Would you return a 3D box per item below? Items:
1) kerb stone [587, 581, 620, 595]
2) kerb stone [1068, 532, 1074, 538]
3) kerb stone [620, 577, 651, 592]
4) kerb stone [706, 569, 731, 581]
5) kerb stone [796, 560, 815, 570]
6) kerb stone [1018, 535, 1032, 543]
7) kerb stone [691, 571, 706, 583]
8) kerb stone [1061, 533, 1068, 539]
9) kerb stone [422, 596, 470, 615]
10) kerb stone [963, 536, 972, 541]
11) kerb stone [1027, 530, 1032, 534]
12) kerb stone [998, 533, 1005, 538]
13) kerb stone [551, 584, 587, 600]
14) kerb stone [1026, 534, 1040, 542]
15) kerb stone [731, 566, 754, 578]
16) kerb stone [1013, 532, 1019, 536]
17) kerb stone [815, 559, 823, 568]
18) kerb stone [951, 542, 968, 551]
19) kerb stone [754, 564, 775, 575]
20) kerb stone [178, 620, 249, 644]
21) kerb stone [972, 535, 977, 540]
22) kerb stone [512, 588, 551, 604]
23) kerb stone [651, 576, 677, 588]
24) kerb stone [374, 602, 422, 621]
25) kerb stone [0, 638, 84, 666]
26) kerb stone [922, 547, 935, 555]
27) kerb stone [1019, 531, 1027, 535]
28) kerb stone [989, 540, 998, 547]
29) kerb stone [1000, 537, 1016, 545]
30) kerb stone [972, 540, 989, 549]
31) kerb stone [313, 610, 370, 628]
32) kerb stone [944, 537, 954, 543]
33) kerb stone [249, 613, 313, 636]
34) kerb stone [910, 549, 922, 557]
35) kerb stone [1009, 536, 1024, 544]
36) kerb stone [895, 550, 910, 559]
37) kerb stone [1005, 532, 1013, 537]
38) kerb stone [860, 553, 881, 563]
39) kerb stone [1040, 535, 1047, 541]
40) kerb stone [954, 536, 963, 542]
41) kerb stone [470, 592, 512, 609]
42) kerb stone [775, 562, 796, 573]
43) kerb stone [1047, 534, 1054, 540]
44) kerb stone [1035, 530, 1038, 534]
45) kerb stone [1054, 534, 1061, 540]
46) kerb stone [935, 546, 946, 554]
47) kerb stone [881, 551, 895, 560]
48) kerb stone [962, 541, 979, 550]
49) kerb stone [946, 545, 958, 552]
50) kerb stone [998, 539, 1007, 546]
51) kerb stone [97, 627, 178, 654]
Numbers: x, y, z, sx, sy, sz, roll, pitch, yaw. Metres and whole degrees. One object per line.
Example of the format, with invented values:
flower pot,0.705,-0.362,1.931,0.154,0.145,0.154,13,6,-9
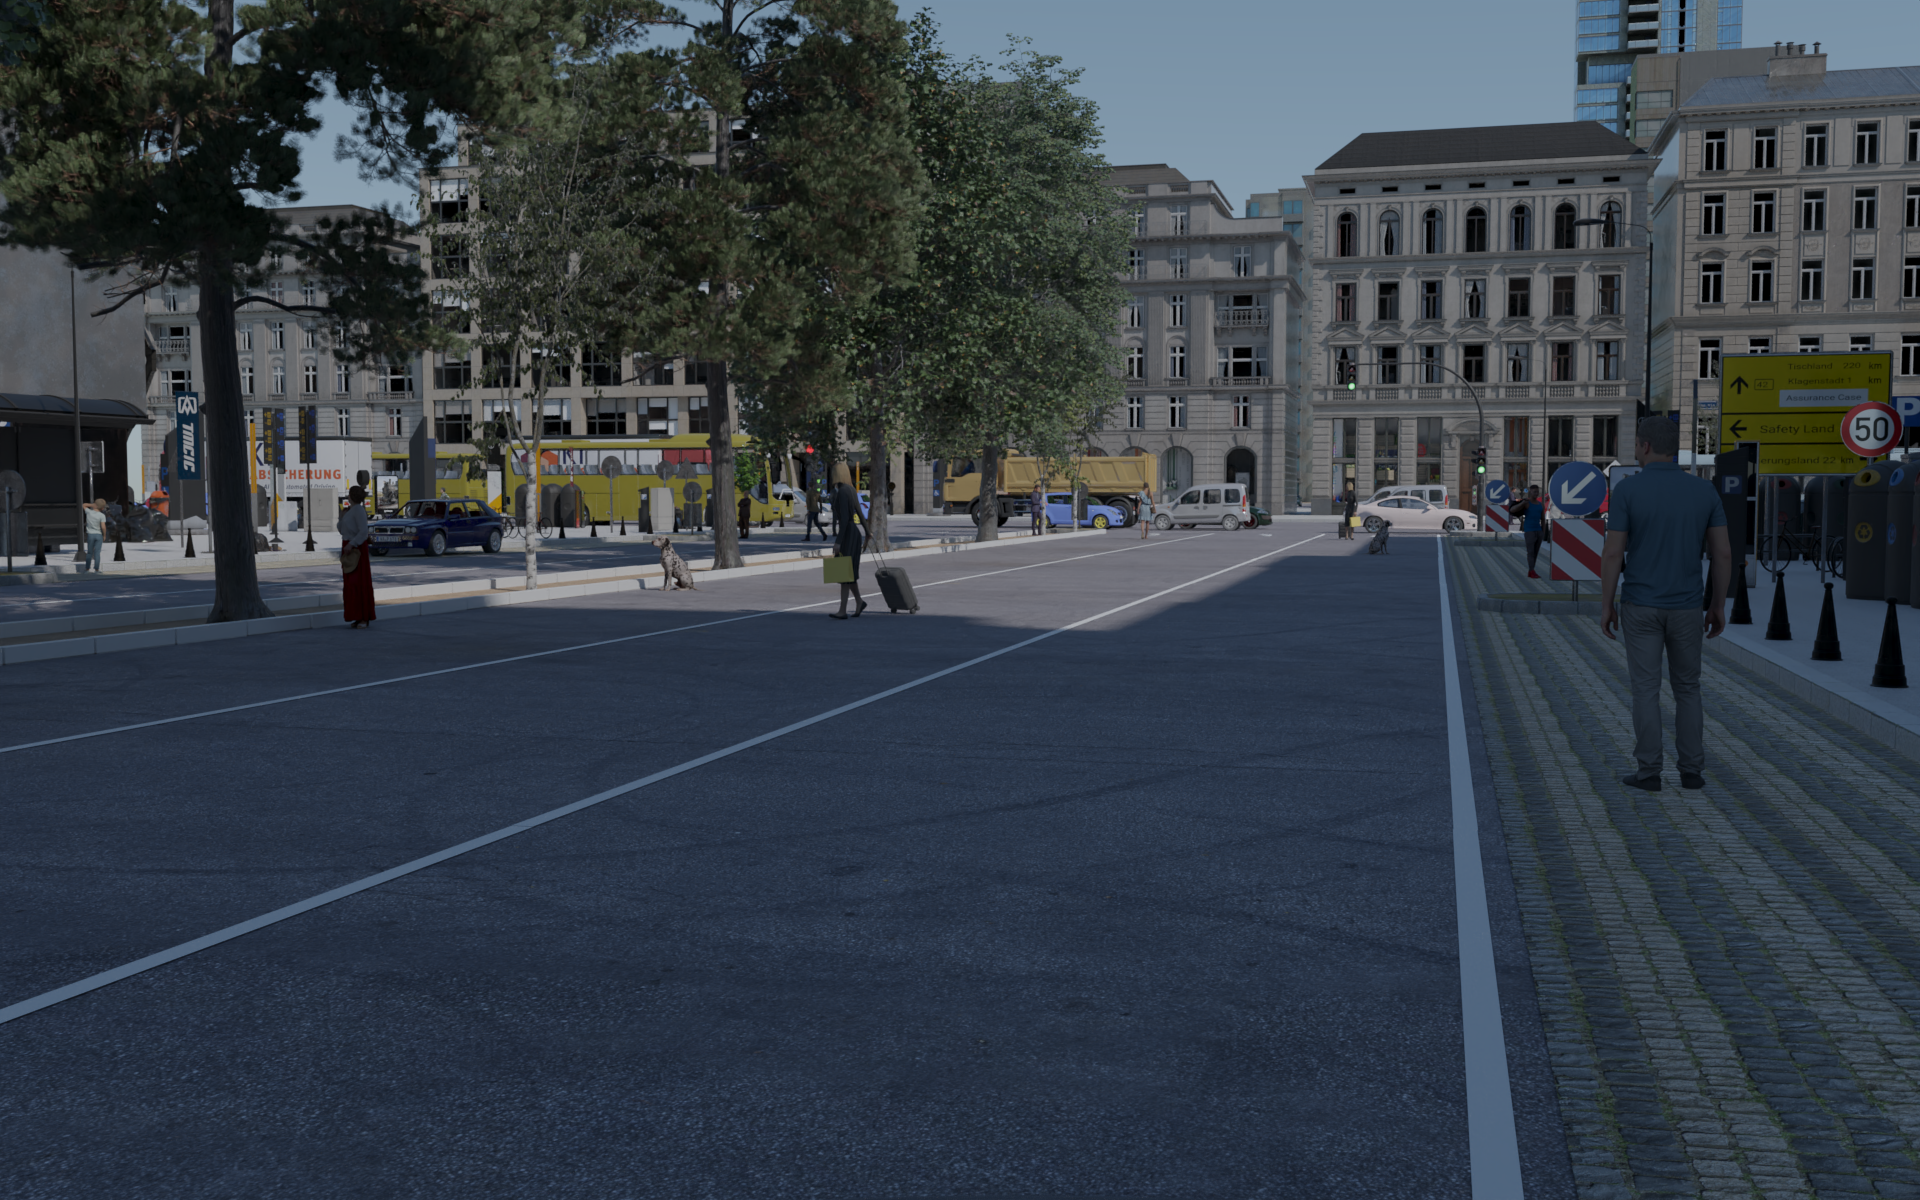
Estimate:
kerb stone,-5.205,-0.164,24.916,0.120,0.150,1.000,1,4,15
kerb stone,3.498,-2.108,56.656,0.120,0.150,1.000,1,4,15
kerb stone,-4.932,-0.226,25.904,0.120,0.150,1.000,1,4,15
kerb stone,-4.116,-0.409,28.881,0.120,0.150,1.000,1,4,15
kerb stone,-3.026,-0.652,32.849,0.120,0.150,1.000,1,4,15
kerb stone,1.862,-1.741,50.703,0.120,0.150,1.000,1,4,15
kerb stone,-4.396,-0.343,27.892,0.120,0.150,1.000,1,4,15
kerb stone,3.220,-2.047,55.664,0.120,0.150,1.000,1,4,15
kerb stone,-6.289,0.076,20.957,0.120,0.150,1.000,1,4,15
kerb stone,0.108,-1.838,52.250,0.120,0.150,1.000,1,4,15
kerb stone,2.289,-2.325,60.203,0.120,0.150,1.000,1,4,15
kerb stone,1.206,-2.081,56.226,0.120,0.150,1.000,1,4,15
kerb stone,-5.480,-0.106,23.927,0.120,0.150,1.000,1,4,15
kerb stone,2.137,-1.803,51.691,0.120,0.150,1.000,1,4,15
kerb stone,-3.846,-0.469,29.871,0.120,0.150,1.000,1,4,15
kerb stone,1.740,-2.197,58.208,0.120,0.150,1.000,1,4,15
kerb stone,-2.761,-0.712,33.843,0.120,0.150,1.000,1,4,15
kerb stone,-0.037,-1.319,43.761,0.120,0.150,1.000,1,4,15
kerb stone,-3.581,-0.529,30.863,0.120,0.150,1.000,1,4,15
kerb stone,-7.379,0.318,16.990,0.120,0.150,1.000,1,4,15
kerb stone,0.380,-1.899,53.241,0.120,0.150,1.000,1,4,15
kerb stone,-5.753,-0.045,22.938,0.120,0.150,1.000,1,4,15
kerb stone,-4.660,-0.284,26.895,0.120,0.150,1.000,1,4,15
kerb stone,-6.565,0.136,19.967,0.120,0.150,1.000,1,4,15
kerb stone,-7.928,0.442,15.012,0.120,0.150,1.000,1,4,15
kerb stone,-0.853,-1.131,40.790,0.120,0.150,1.000,1,4,15
kerb stone,2.019,-2.259,59.208,0.120,0.150,1.000,1,4,15
kerb stone,0.772,-1.501,46.735,0.120,0.150,1.000,1,4,15
kerb stone,1.318,-1.622,48.713,0.120,0.150,1.000,1,4,15
kerb stone,0.506,-1.435,45.745,0.120,0.150,1.000,1,4,15
kerb stone,-6.833,0.198,18.977,0.120,0.150,1.000,1,4,15
kerb stone,-0.432,-1.717,50.267,0.120,0.150,1.000,1,4,15
kerb stone,-7.114,0.258,17.983,0.120,0.150,1.000,1,4,15
kerb stone,-1.122,-1.069,39.800,0.120,0.150,1.000,1,4,15
kerb stone,1.595,-1.681,49.707,0.120,0.150,1.000,1,4,15
kerb stone,-1.391,-1.016,38.809,0.120,0.150,1.000,1,4,15
kerb stone,1.477,-2.138,57.216,0.120,0.150,1.000,1,4,15
kerb stone,-1.949,-0.895,36.835,0.120,0.150,1.000,1,4,15
kerb stone,2.401,-1.865,52.683,0.120,0.150,1.000,1,4,15
kerb stone,-0.162,-1.777,51.261,0.120,0.150,1.000,1,4,15
kerb stone,-6.027,0.016,21.949,0.120,0.150,1.000,1,4,15
kerb stone,-3.301,-0.591,31.860,0.120,0.150,1.000,1,4,15
kerb stone,2.674,-1.925,53.672,0.120,0.150,1.000,1,4,15
kerb stone,2.565,-2.384,61.193,0.120,0.150,1.000,1,4,15
kerb stone,2.945,-1.986,54.670,0.120,0.150,1.000,1,4,15
kerb stone,-0.581,-1.195,41.779,0.120,0.150,1.000,1,4,15
kerb stone,-1.674,-0.949,37.824,0.120,0.150,1.000,1,4,15
kerb stone,0.236,-1.380,44.754,0.120,0.150,1.000,1,4,15
kerb stone,-0.314,-1.253,42.773,0.120,0.150,1.000,1,4,15
kerb stone,1.038,-1.562,47.726,0.120,0.150,1.000,1,4,15
kerb stone,-7.654,0.379,16.001,0.120,0.150,1.000,1,4,15
